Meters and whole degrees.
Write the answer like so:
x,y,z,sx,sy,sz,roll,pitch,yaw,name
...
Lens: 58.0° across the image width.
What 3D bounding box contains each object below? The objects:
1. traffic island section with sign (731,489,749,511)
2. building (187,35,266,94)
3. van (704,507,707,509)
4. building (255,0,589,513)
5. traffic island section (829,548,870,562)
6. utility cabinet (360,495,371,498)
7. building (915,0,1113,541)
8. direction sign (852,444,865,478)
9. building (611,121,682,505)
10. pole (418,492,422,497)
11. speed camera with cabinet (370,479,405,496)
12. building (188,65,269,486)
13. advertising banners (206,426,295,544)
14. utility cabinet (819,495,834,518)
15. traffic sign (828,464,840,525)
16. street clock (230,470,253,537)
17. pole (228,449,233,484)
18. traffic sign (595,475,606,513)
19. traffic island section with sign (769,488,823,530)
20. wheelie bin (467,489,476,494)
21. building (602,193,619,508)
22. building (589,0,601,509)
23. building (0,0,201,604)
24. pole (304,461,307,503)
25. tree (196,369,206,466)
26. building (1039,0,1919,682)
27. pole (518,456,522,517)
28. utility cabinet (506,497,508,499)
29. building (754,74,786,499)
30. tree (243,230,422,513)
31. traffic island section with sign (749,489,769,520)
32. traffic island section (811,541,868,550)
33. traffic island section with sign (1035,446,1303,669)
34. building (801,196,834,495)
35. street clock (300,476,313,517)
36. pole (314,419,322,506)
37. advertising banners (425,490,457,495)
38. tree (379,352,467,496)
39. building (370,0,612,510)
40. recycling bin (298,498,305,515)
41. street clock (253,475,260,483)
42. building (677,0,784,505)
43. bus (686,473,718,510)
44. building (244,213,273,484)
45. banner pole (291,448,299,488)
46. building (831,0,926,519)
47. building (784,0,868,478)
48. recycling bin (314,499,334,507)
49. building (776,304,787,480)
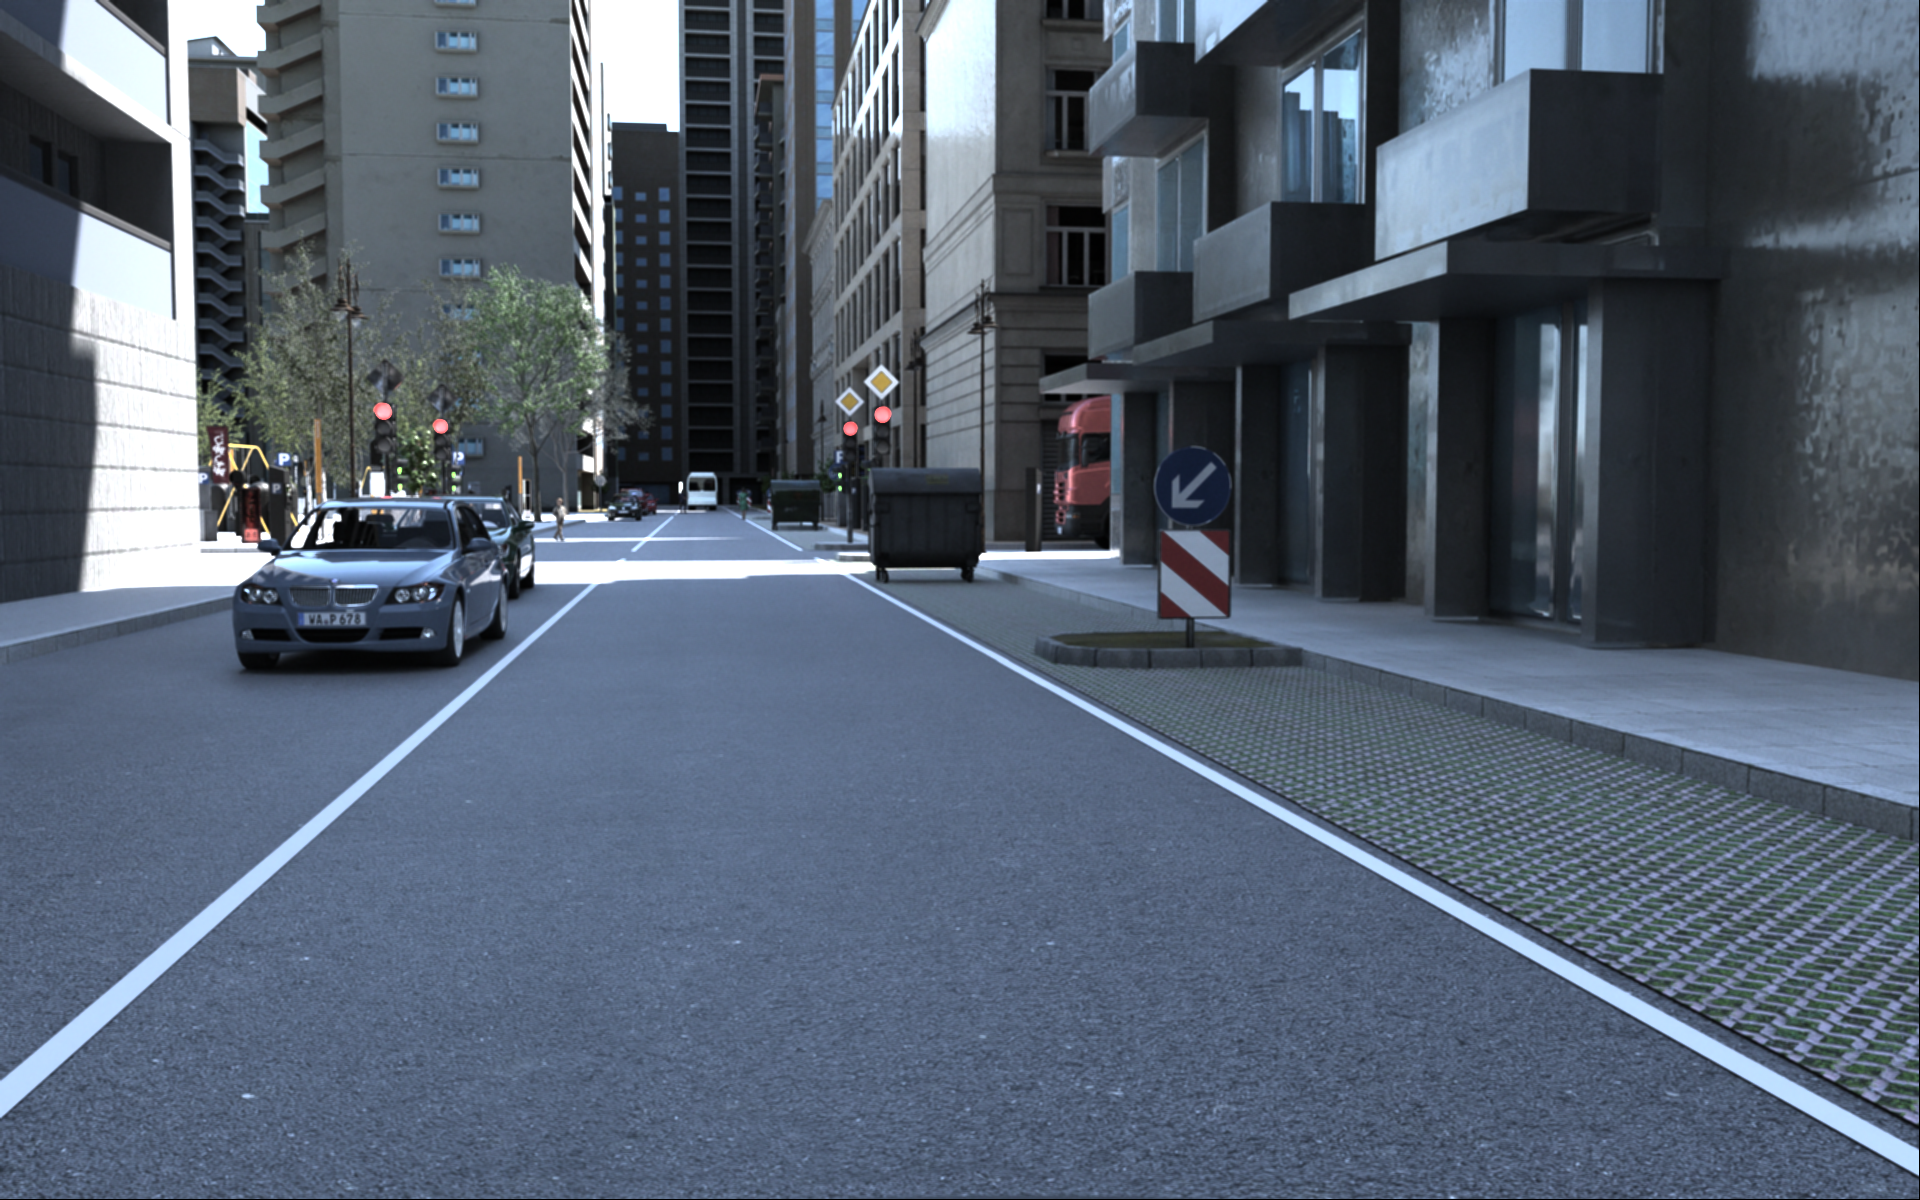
x,y,z,sx,sy,sz,roll,pitch,yaw,name
-18.046,-8.408,146.105,1.989,1.847,2.006,-1,4,-9,traffic island section with sign
-77.279,-37.939,209.533,27.495,52.752,28.713,-1,4,-9,building
-26.124,-10.152,172.999,2.013,2.044,4.112,-1,4,-8,van
-38.391,-30.737,126.248,21.300,48.544,21.600,-1,4,-9,building
-1.674,-0.934,37.558,2.009,0.180,2.903,-1,4,-9,traffic island section
-26.220,-4.043,77.266,1.020,1.237,0.306,1,4,9,utility cabinet
13.917,-13.596,55.573,30.059,22.955,16.112,-1,4,-9,building
-4.704,-5.315,78.894,0.876,3.537,0.379,-3,4,-36,direction sign
-40.681,-34.111,207.820,14.200,45.320,14.600,-1,4,-9,building
-20.585,-4.415,66.022,0.158,3.312,0.155,0,3,0,pole
-33.707,-6.586,102.011,2.038,3.252,0.660,1,4,17,speed camera with cabinet
-79.444,-32.304,178.277,14.200,45.320,14.600,-1,4,-9,building
-18.332,-2.973,44.793,2.074,3.025,0.090,-2,4,-27,advertising banners
-7.325,-5.047,93.687,1.020,1.237,0.306,-2,4,-31,utility cabinet
-5.016,-4.334,70.966,0.768,2.556,0.104,0,4,-3,traffic sign
-21.717,-2.911,52.168,0.471,2.002,0.358,1,4,9,street clock
-33.135,-5.194,78.763,0.158,3.312,0.155,0,3,0,pole
-23.994,-7.061,115.545,0.768,2.556,0.104,0,4,1,traffic sign
-6.582,-3.761,70.123,1.989,1.847,2.006,-1,4,-9,traffic island section with sign
-29.269,-5.848,103.524,0.693,1.594,0.980,-1,4,-19,wheelie bin
-39.054,-23.718,159.488,14.160,30.474,14.107,-1,4,-9,building
-37.272,-30.254,144.768,14.600,45.320,14.200,-1,4,-9,building
-25.639,-29.244,20.147,28.212,58.520,21.231,-1,4,-9,building
-39.954,-6.844,105.744,0.158,3.312,0.155,0,3,0,pole
-43.189,-9.092,99.013,4.737,8.622,4.395,0,3,0,tree
14.364,-24.635,22.392,23.786,49.044,30.456,-1,4,-9,building
-23.716,-6.089,93.403,0.158,3.312,0.155,0,3,0,pole
-14.883,-2.723,55.686,0.306,1.237,1.020,1,4,12,utility cabinet
-10.123,-32.202,181.119,22.147,44.769,28.867,-1,4,-9,building
-17.967,-6.056,49.377,4.360,8.622,3.978,0,3,0,tree
-10.602,-5.391,96.778,1.989,1.847,2.006,-1,4,-9,traffic island section with sign
-2.865,-1.417,45.454,2.009,0.180,2.903,-1,4,-9,traffic island section
1.712,-0.395,15.094,1.989,1.847,2.006,-1,4,-9,traffic island section with sign
-3.696,-16.790,110.675,11.583,22.565,21.152,-1,4,-9,building
-26.183,-3.966,69.422,0.471,2.002,0.358,1,4,22,street clock
-17.509,-3.268,47.278,0.158,3.312,0.155,0,3,0,pole
-18.708,-3.983,61.306,2.074,3.025,0.090,1,4,19,advertising banners
-27.988,-8.525,89.751,4.737,8.622,4.395,0,3,0,tree
-47.143,-33.987,179.392,21.600,48.544,21.300,-1,4,-9,building
-40.558,-5.733,106.284,0.722,1.027,0.722,-1,4,-14,recycling bin
-27.006,-3.770,66.211,0.358,2.002,0.471,3,4,37,street clock
-23.862,-47.337,212.219,20.611,71.187,20.563,-1,4,-9,building
-23.168,-9.839,155.721,2.948,3.499,13.247,-1,4,-8,bus
-65.268,-24.997,180.407,14.107,30.474,14.160,-1,4,-9,building
-35.644,-6.286,92.786,0.401,3.779,0.863,1,4,9,banner pole
4.760,-17.089,83.918,19.350,26.468,34.151,-1,4,-9,building
-5.939,-29.402,130.825,14.600,45.320,14.200,-1,4,-9,building
-32.340,-4.617,88.039,0.722,1.027,0.722,3,4,37,recycling bin
-1.790,-18.892,153.926,27.650,21.520,28.899,-1,4,-9,building
